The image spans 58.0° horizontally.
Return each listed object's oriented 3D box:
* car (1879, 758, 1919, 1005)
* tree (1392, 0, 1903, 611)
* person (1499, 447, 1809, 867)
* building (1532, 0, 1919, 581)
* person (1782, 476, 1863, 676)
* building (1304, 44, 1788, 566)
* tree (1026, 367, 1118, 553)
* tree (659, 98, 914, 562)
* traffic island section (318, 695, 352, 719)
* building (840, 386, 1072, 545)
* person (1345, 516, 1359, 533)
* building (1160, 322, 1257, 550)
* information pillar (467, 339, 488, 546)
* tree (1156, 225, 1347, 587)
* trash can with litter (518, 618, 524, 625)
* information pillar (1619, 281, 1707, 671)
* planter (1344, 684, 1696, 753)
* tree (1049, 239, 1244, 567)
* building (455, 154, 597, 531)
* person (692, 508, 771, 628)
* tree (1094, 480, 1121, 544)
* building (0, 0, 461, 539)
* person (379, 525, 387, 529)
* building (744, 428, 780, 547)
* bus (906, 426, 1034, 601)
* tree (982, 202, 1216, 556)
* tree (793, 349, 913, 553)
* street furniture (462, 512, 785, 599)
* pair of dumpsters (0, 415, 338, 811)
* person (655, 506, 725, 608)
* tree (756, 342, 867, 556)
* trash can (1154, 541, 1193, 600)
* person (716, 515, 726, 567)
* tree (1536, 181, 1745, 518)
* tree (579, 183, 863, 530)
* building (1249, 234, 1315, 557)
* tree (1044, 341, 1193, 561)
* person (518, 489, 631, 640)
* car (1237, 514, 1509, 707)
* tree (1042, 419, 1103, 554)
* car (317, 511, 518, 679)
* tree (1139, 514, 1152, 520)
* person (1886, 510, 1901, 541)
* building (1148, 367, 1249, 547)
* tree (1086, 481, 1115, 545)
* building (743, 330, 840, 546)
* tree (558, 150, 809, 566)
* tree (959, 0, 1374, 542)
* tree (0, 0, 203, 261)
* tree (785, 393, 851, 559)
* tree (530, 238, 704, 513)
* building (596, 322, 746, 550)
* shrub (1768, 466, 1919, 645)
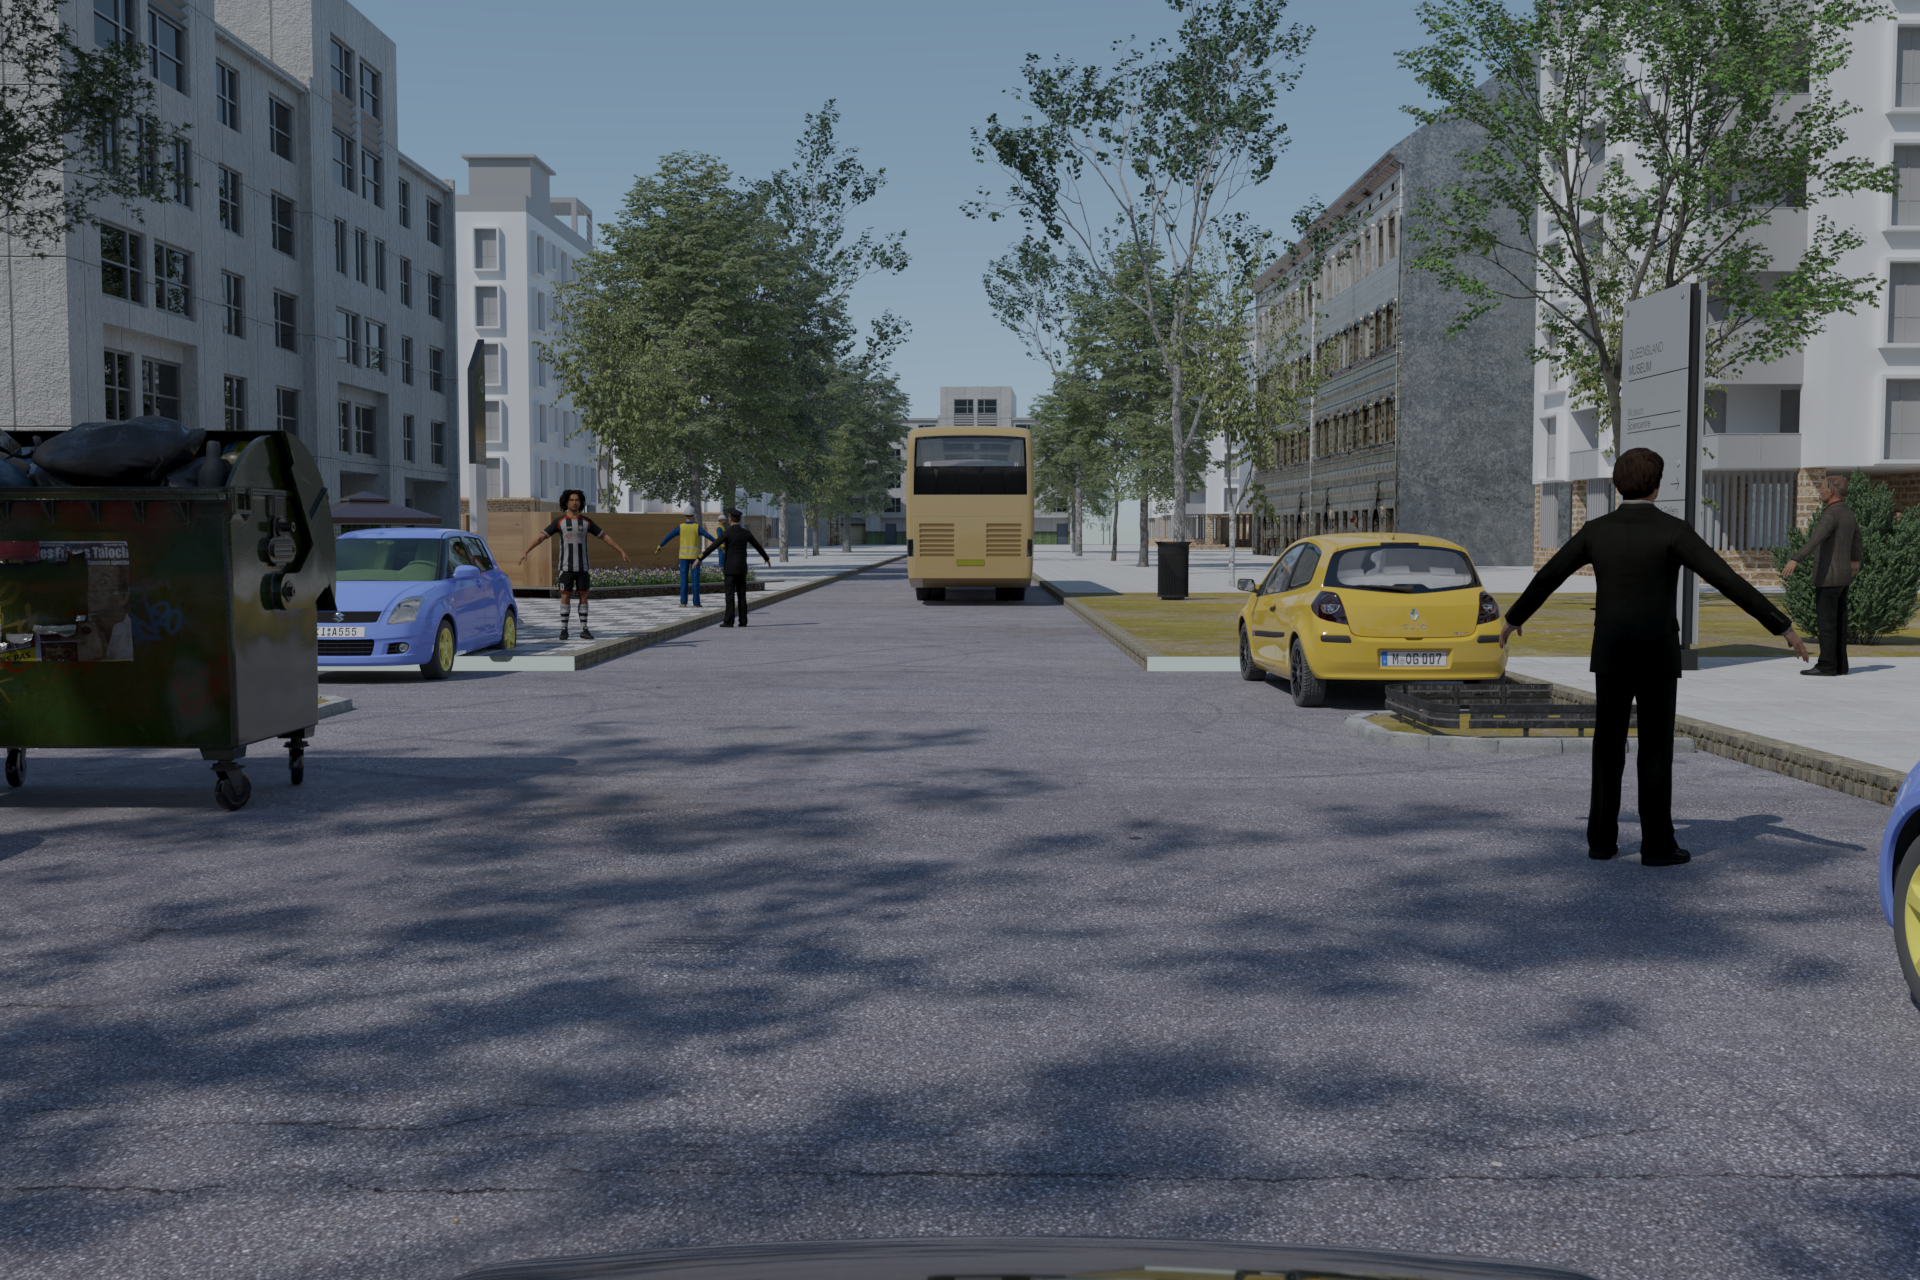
[{"bbox_3d":[3.650,0.350,3.875,1.945,1.707,3.694,0,4,1],"label":"car"},{"bbox_3d":[11.050,-6.279,28.419,9.928,11.665,9.643,0,3,0],"label":"tree"},{"bbox_3d":[2.972,0.065,7.588,1.347,1.806,0.705,3,5,42],"label":"person"},{"bbox_3d":[24.040,-12.153,55.116,16.016,20.090,11.380,0,4,1],"label":"building"},{"bbox_3d":[7.891,-0.584,15.725,1.348,1.807,0.705,-3,4,-39],"label":"person"},{"bbox_3d":[26.715,-15.061,77.169,19.493,23.208,18.063,0,4,1],"label":"building"},{"bbox_3d":[7.494,-12.212,117.801,7.486,12.596,7.792,0,3,0],"label":"tree"},{"bbox_3d":[-7.797,-13.526,77.046,12.611,20.169,13.585,0,3,0],"label":"tree"},{"bbox_3d":[-5.954,0.564,13.653,1.991,0.108,1.994,0,4,1],"label":"traffic island section"},{"bbox_3d":[-1.759,-21.138,214.525,31.486,18.905,16.747,0,4,4],"label":"building"},{"bbox_3d":[11.520,-2.716,50.681,0.705,1.796,1.348,-1,4,-20],"label":"person"},{"bbox_3d":[23.115,-18.251,154.828,16.016,20.090,11.380,0,3,0],"label":"building"},{"bbox_3d":[-5.741,-1.792,20.652,0.183,3.616,0.504,0,4,0],"label":"information pillar"},{"bbox_3d":[6.826,-5.593,41.801,4.737,8.622,4.395,0,3,0],"label":"tree"},{"bbox_3d":[-6.428,-0.733,23.365,1.055,1.170,0.624,0,4,0],"label":"trash can with litter"},{"bbox_3d":[6.849,-1.569,16.977,0.184,3.620,1.656,0,4,0],"label":"information pillar"},{"bbox_3d":[3.811,0.540,12.313,1.991,0.319,1.994,0,4,-1],"label":"planter"},{"bbox_3d":[7.196,-9.141,67.586,7.486,12.596,7.792,0,3,0],"label":"tree"},{"bbox_3d":[-26.092,-14.148,87.732,16.016,20.090,11.380,0,4,-1],"label":"building"},{"bbox_3d":[-3.470,-1.116,26.639,1.347,1.837,0.705,-2,4,-35],"label":"person"},{"bbox_3d":[18.792,-16.144,214.315,4.360,8.622,3.978,0,3,0],"label":"tree"},{"bbox_3d":[-28.604,-11.497,54.441,16.747,18.905,31.486,0,4,0],"label":"building"},{"bbox_3d":[-17.442,-2.857,52.565,0.705,1.847,1.347,-2,4,-23],"label":"person"},{"bbox_3d":[-23.740,-19.025,167.474,16.016,20.090,11.380,0,4,1],"label":"building"},{"bbox_3d":[0.251,-2.971,40.124,2.896,3.916,12.252,0,4,0],"label":"bus"},{"bbox_3d":[8.104,-14.840,98.518,12.611,20.169,13.585,0,3,0],"label":"tree"},{"bbox_3d":[-7.869,-12.958,118.522,9.857,13.997,8.962,0,3,0],"label":"tree"},{"bbox_3d":[-7.497,-1.907,38.041,9.812,1.723,11.010,2,4,28],"label":"street furniture"},{"bbox_3d":[-5.802,-0.268,9.325,4.436,2.255,1.574,0,4,0],"label":"pair of dumpsters"},{"bbox_3d":[-4.722,-1.459,30.312,1.216,1.772,0.721,0,4,-5],"label":"person"},{"bbox_3d":[-8.852,-11.237,101.859,7.486,12.596,7.792,0,3,0],"label":"tree"},{"bbox_3d":[4.148,-1.348,33.690,0.748,1.137,0.748,0,3,0],"label":"trash can"},{"bbox_3d":[-6.783,-2.670,49.623,0.705,1.833,1.349,0,4,1],"label":"person"},{"bbox_3d":[14.106,-5.235,35.958,4.737,8.622,4.395,0,3,0],"label":"tree"},{"bbox_3d":[-8.426,-9.517,62.259,9.857,13.997,8.962,0,3,0],"label":"tree"},{"bbox_3d":[27.232,-16.248,96.590,19.493,23.208,18.063,0,3,0],"label":"building"},{"bbox_3d":[7.647,-9.032,82.088,7.601,10.594,8.767,-1,4,-10],"label":"tree"},{"bbox_3d":[-4.692,-0.913,21.074,1.345,1.843,0.704,-1,4,-21],"label":"person"},{"bbox_3d":[3.618,-0.339,15.764,2.015,1.641,3.980,0,4,0],"label":"car"},{"bbox_3d":[7.130,-9.803,110.643,4.360,8.622,3.978,0,3,0],"label":"tree"},{"bbox_3d":[-5.891,-0.526,18.190,1.945,1.707,3.694,0,4,0],"label":"car"},{"bbox_3d":[25.685,-18.058,213.382,7.486,12.596,7.792,0,3,0],"label":"tree"},{"bbox_3d":[20.968,-1.997,38.792,1.346,1.812,0.704,-3,5,-44],"label":"person"},{"bbox_3d":[24.863,-19.917,182.061,16.016,20.090,11.380,0,4,1],"label":"building"},{"bbox_3d":[17.662,-15.888,210.124,4.360,8.622,3.978,0,3,0],"label":"tree"},{"bbox_3d":[-23.087,-21.957,189.928,19.493,23.208,18.063,0,4,0],"label":"building"},{"bbox_3d":[-8.401,-8.196,52.124,7.486,12.596,7.792,0,3,0],"label":"tree"},{"bbox_3d":[6.287,-12.129,54.195,12.611,20.169,13.585,0,3,0],"label":"tree"},{"bbox_3d":[-11.772,-5.013,16.374,8.767,10.594,7.601,-2,4,-34],"label":"tree"},{"bbox_3d":[-7.702,-8.481,89.030,4.737,8.622,4.395,0,3,0],"label":"tree"},{"bbox_3d":[-8.787,-5.740,44.203,4.737,8.622,4.395,0,3,0],"label":"tree"},{"bbox_3d":[-24.555,-17.639,144.818,16.016,20.090,11.380,0,4,0],"label":"building"},{"bbox_3d":[10.407,-0.991,20.239,1.661,2.075,1.752,0,3,0],"label":"shrub"}]
